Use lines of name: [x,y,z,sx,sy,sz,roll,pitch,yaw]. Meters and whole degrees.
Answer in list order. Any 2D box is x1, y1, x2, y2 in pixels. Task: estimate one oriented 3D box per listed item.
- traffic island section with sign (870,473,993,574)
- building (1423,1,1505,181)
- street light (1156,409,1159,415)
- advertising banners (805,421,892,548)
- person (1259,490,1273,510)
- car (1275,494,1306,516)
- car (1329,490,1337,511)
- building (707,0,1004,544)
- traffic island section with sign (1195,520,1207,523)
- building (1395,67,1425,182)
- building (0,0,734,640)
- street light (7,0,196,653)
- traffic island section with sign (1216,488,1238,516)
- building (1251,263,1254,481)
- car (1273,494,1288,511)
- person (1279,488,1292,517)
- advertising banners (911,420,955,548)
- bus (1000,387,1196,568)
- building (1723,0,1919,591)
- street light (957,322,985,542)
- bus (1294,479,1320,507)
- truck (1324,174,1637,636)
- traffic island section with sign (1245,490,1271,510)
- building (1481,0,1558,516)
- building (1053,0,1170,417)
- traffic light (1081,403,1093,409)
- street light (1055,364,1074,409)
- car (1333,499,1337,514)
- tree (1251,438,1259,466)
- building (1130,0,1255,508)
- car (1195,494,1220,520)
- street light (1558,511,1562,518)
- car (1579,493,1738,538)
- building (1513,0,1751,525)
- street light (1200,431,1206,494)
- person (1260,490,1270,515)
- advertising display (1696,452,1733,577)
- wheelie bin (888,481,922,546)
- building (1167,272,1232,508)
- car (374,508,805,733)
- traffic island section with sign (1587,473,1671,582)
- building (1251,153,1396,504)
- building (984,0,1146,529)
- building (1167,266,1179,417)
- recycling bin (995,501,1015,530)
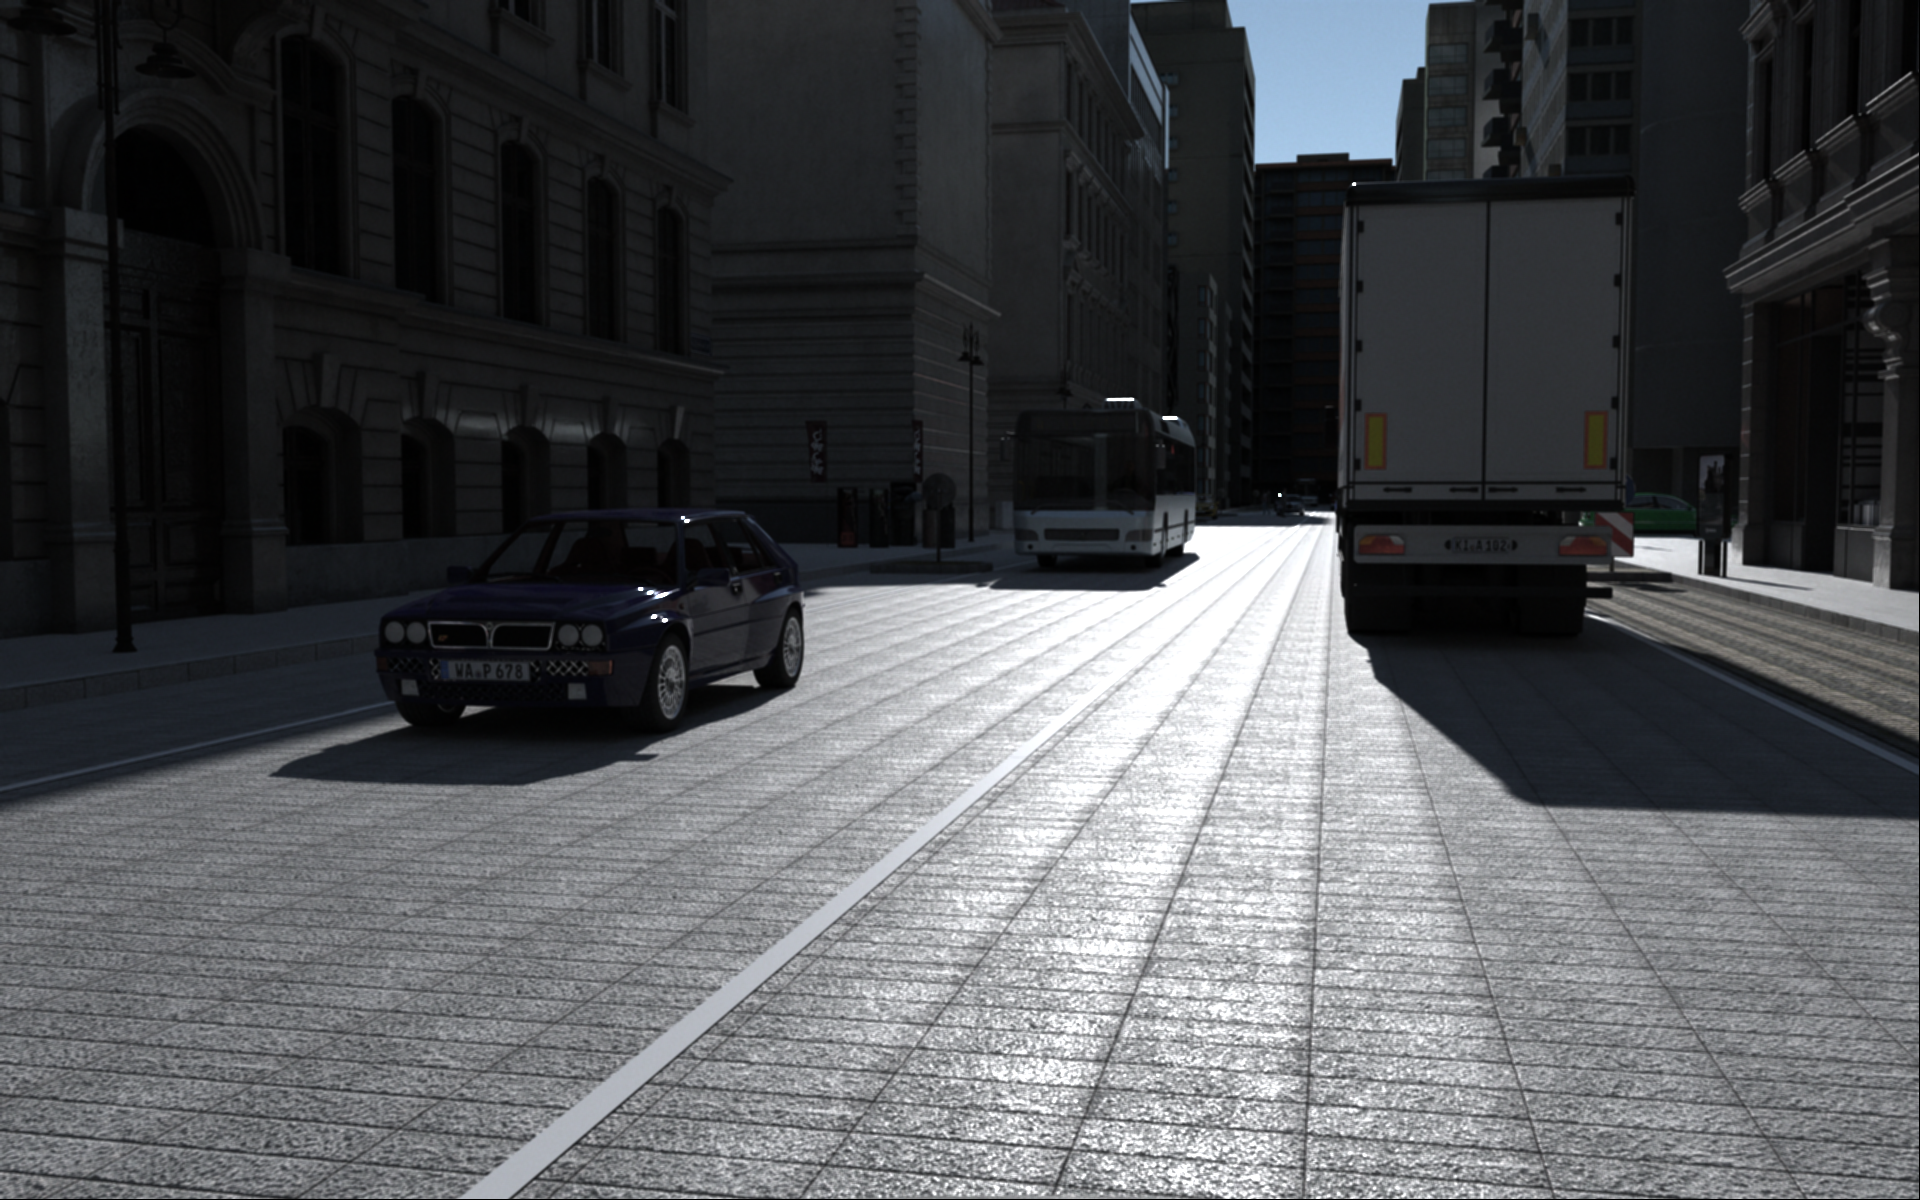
traffic island section with sign: [-0.455,-1.430,32.009,1.989,1.847,2.006,1,4,12]
building: [46.427,-28.352,147.155,14.154,41.232,14.086,1,4,12]
street light: [10.787,-7.458,94.727,0.468,5.910,1.993,1,4,12]
advertising banners: [-2.657,-2.759,41.300,2.074,3.025,0.090,0,4,3]
person: [28.056,-9.183,158.660,1.348,1.823,0.705,0,4,-1]
car: [22.161,-6.363,116.045,2.014,1.417,4.499,1,4,13]
car: [32.859,-8.563,148.670,2.281,1.827,5.304,1,4,11]
building: [-9.136,-13.532,50.127,19.941,23.489,11.050,1,4,12]
traffic island section with sign: [11.144,-4.694,85.373,1.989,1.847,2.006,1,4,12]
building: [59.407,-34.767,192.140,21.300,48.544,21.600,1,4,12]
building: [-13.379,-12.160,17.900,14.460,24.649,34.723,1,4,12]
street light: [-6.790,-2.515,13.902,0.468,5.910,1.993,1,4,12]
traffic island section with sign: [16.924,-6.316,111.901,1.989,1.847,2.006,1,4,12]
building: [27.214,-26.398,203.308,14.107,30.474,14.160,1,4,12]
car: [26.952,-8.184,143.589,2.009,1.686,4.222,1,4,11]
person: [20.132,-6.042,107.414,0.853,1.813,0.709,3,4,37]
advertising banners: [-0.654,-2.785,41.725,0.090,3.025,2.074,2,4,29]
bus: [3.304,-2.558,36.687,2.948,3.499,13.247,1,4,11]
building: [18.349,-10.907,29.247,10.553,20.767,40.483,1,4,12]
street light: [0.302,-4.516,46.617,0.468,5.910,1.993,1,4,12]
bus: [40.159,-12.597,200.817,2.948,3.499,13.247,1,4,11]
truck: [5.830,-1.957,20.903,2.839,4.237,11.283,1,4,12]
traffic island section with sign: [27.524,-9.297,160.628,1.989,1.847,2.006,1,4,12]
building: [43.373,-27.512,104.444,22.147,44.769,28.867,1,4,12]
building: [4.232,-16.843,93.408,12.078,24.808,19.932,1,4,12]
traffic light: [3.900,-3.938,53.310,0.839,4.253,0.868,1,4,12]
street light: [3.741,-5.446,61.823,0.468,5.910,1.993,1,4,12]
car: [27.396,-6.903,122.461,1.945,1.707,3.694,1,4,11]
tree: [31.214,-14.883,193.702,4.360,8.622,3.978,0,3,0]
building: [18.517,-33.786,176.097,21.300,48.544,21.600,1,4,12]
car: [13.676,-5.363,97.914,2.015,1.641,3.980,1,4,11]
street light: [17.382,-4.725,50.034,0.468,5.910,1.993,1,4,12]
car: [21.642,-2.735,53.510,4.718,1.807,1.959,1,4,13]
building: [35.348,-23.035,68.499,23.993,40.220,32.217,1,4,12]
street light: [17.900,-9.457,127.407,0.468,5.910,1.993,1,4,12]
person: [20.840,-6.661,118.244,0.643,1.720,0.563,3,5,40]
advertising display: [11.818,-1.342,27.159,0.123,1.923,0.974,0,4,-1]
wheelie bin: [-1.377,-2.142,42.937,0.980,1.594,0.693,0,4,4]
building: [8.987,-18.789,152.235,27.650,21.520,28.899,1,4,12]
car: [-2.324,0.051,11.739,1.945,1.354,3.894,1,4,11]
traffic island section with sign: [10.767,-1.255,29.150,1.989,1.847,2.006,1,4,12]
building: [46.352,-34.937,225.852,28.867,44.769,22.147,1,4,12]
building: [0.812,-14.450,72.416,11.583,22.565,21.152,1,4,12]
building: [5.619,-15.004,112.762,16.820,18.784,16.811,1,4,12]
recycling bin: [1.704,-2.992,61.474,0.722,1.027,0.722,-1,4,-19]
